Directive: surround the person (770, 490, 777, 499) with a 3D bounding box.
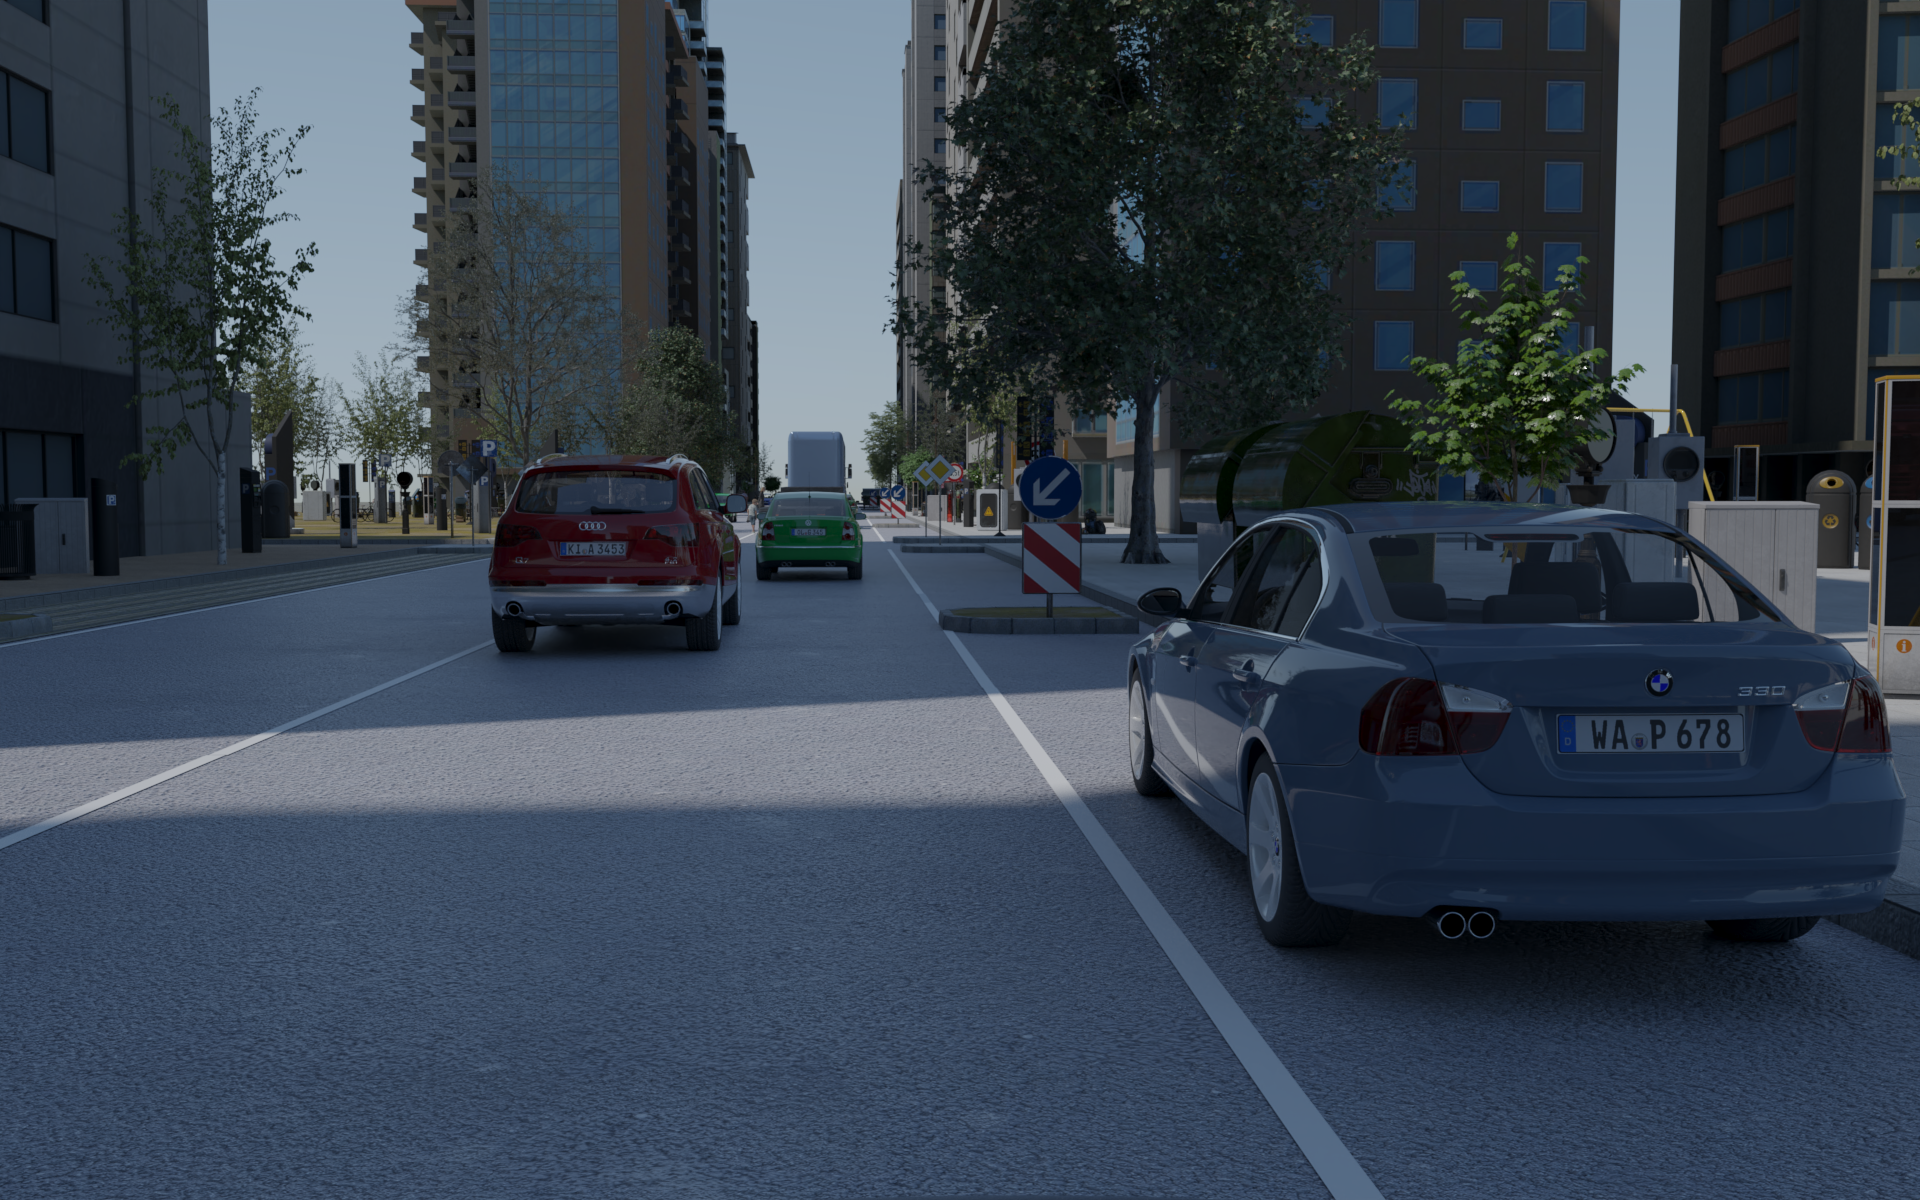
[{"bbox_3d":[-18.885,-10.357,177.801,1.348,1.831,0.705,-2,4,-26],"label":"person"}]

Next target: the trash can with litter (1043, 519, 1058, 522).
[{"bbox_3d":[3.230,-2.807,57.279,1.055,1.170,0.624,0,4,6],"label":"trash can with litter"}]

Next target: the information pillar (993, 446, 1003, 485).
[{"bbox_3d":[1.586,-4.922,71.835,0.504,3.616,0.183,3,5,42],"label":"information pillar"}]

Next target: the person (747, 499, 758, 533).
[{"bbox_3d":[-7.521,-3.038,62.859,0.352,1.250,0.332,-2,4,-35],"label":"person"}]

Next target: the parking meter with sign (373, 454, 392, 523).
[{"bbox_3d":[-25.532,-4.901,76.386,0.543,3.016,1.738,-2,4,-31],"label":"parking meter with sign"}]

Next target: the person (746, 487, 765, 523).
[{"bbox_3d":[-10.159,-4.775,86.793,0.699,1.804,1.509,3,4,37],"label":"person"}]

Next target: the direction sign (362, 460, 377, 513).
[{"bbox_3d":[-38.982,-7.486,114.396,0.876,3.537,0.379,-1,4,-15],"label":"direction sign"}]

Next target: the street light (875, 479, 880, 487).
[{"bbox_3d":[-13.935,-19.128,285.529,0.468,5.910,1.993,0,4,-4],"label":"street light"}]

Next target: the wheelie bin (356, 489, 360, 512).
[{"bbox_3d":[-41.107,-6.699,117.438,0.980,1.594,0.693,3,4,37],"label":"wheelie bin"}]

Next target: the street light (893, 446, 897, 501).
[{"bbox_3d":[-6.080,-11.610,162.614,0.468,5.910,1.993,0,4,-4],"label":"street light"}]

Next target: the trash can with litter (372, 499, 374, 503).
[{"bbox_3d":[-33.442,-5.395,99.593,0.624,1.170,1.055,-1,4,-15],"label":"trash can with litter"}]

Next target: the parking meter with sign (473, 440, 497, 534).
[{"bbox_3d":[-15.568,-3.684,56.492,0.543,3.016,1.738,-2,4,-29],"label":"parking meter with sign"}]

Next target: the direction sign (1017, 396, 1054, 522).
[{"bbox_3d":[1.744,-2.939,40.056,0.876,3.537,0.379,1,4,16],"label":"direction sign"}]

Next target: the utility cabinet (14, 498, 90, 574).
[{"bbox_3d":[-14.653,-1.027,27.961,1.020,1.237,0.306,-1,4,-17],"label":"utility cabinet"}]

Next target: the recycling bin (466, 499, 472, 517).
[{"bbox_3d":[-27.297,-5.101,95.954,0.722,1.027,0.722,-2,4,-25],"label":"recycling bin"}]

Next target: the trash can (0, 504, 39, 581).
[{"bbox_3d":[-14.163,-0.870,25.875,0.748,1.137,0.748,0,3,0],"label":"trash can"}]

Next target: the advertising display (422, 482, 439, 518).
[{"bbox_3d":[-28.188,-5.325,92.282,0.123,1.923,0.974,3,5,42],"label":"advertising display"}]

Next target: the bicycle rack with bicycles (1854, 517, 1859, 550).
[{"bbox_3d":[19.457,-1.652,40.386,2.852,0.926,2.925,-3,4,-36],"label":"bicycle rack with bicycles"}]

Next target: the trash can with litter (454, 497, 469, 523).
[{"bbox_3d":[-22.470,-4.080,78.097,0.624,1.170,1.055,-1,4,-14],"label":"trash can with litter"}]

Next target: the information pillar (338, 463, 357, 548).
[{"bbox_3d":[-14.548,-2.243,41.166,0.304,2.012,0.304,0,4,5],"label":"information pillar"}]

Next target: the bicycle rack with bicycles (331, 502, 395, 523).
[{"bbox_3d":[-27.397,-4.029,79.248,2.925,0.926,2.852,-2,4,-27],"label":"bicycle rack with bicycles"}]

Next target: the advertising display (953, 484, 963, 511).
[{"bbox_3d":[0.011,-6.681,114.447,0.974,1.923,0.123,-1,4,-13],"label":"advertising display"}]

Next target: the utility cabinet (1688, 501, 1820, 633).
[{"bbox_3d":[6.783,-0.224,14.826,1.020,1.237,0.306,0,4,-5],"label":"utility cabinet"}]

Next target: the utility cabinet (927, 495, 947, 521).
[{"bbox_3d":[-1.034,-4.369,82.596,1.020,1.237,0.306,1,4,13],"label":"utility cabinet"}]

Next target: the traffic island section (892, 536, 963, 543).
[{"bbox_3d":[-0.988,-1.787,51.493,2.009,0.180,2.903,0,4,-4],"label":"traffic island section"}]

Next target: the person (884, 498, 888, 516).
[{"bbox_3d":[-4.840,-6.152,113.371,0.425,1.301,0.394,1,4,14],"label":"person"}]

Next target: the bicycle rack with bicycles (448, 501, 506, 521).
[{"bbox_3d":[-23.551,-4.335,84.251,2.925,0.926,2.852,0,4,7],"label":"bicycle rack with bicycles"}]

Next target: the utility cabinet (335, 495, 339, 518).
[{"bbox_3d":[-33.679,-5.099,94.523,0.306,1.237,1.020,1,4,20],"label":"utility cabinet"}]

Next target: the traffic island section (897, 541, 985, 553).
[{"bbox_3d":[-0.479,-1.299,43.524,2.009,0.180,2.903,0,4,-4],"label":"traffic island section"}]

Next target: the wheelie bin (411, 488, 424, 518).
[{"bbox_3d":[-29.311,-5.251,93.755,0.693,1.594,0.980,-2,4,-28],"label":"wheelie bin"}]

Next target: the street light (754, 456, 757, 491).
[{"bbox_3d":[-24.812,-14.532,210.389,0.468,5.910,1.993,0,4,-4],"label":"street light"}]

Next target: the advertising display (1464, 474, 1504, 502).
[{"bbox_3d":[11.898,-2.079,39.199,0.974,1.923,0.123,2,4,29],"label":"advertising display"}]

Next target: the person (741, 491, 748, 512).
[{"bbox_3d":[-17.343,-7.946,139.362,0.756,1.711,0.436,2,4,25],"label":"person"}]

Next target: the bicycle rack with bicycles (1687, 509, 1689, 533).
[{"bbox_3d":[19.128,-1.826,43.236,2.925,0.926,2.852,-2,4,-32],"label":"bicycle rack with bicycles"}]

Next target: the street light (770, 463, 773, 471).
[{"bbox_3d":[-27.222,-16.916,249.355,0.468,5.910,1.993,0,4,-4],"label":"street light"}]

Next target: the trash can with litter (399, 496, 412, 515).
[{"bbox_3d":[-34.351,-5.874,107.425,0.624,1.170,1.055,1,4,11],"label":"trash can with litter"}]

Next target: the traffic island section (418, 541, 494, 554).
[{"bbox_3d":[-12.047,-1.255,42.792,2.009,0.180,2.903,0,4,-4],"label":"traffic island section"}]

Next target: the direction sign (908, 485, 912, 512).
[{"bbox_3d":[-3.567,-8.066,123.882,0.379,3.537,0.876,3,5,44],"label":"direction sign"}]

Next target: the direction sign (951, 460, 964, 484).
[{"bbox_3d":[-0.164,-7.610,116.424,0.876,3.537,0.379,1,4,20],"label":"direction sign"}]

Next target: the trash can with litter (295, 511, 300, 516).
[{"bbox_3d":[-38.665,-5.416,99.945,1.055,1.170,0.624,-1,4,-11],"label":"trash can with litter"}]

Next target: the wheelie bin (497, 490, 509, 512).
[{"bbox_3d":[-32.839,-7.123,124.366,0.980,1.594,0.693,-1,4,-11],"label":"wheelie bin"}]

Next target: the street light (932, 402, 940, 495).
[{"bbox_3d":[-1.213,-6.988,87.045,0.468,5.910,1.993,0,4,-4],"label":"street light"}]

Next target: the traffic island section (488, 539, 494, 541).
[{"bbox_3d":[-12.556,-1.742,50.761,2.009,0.180,2.903,0,4,-4],"label":"traffic island section"}]

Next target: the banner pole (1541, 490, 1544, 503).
[{"bbox_3d":[17.347,-3.808,52.277,0.863,3.779,0.401,0,4,7],"label":"banner pole"}]

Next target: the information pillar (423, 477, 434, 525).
[{"bbox_3d":[-22.345,-4.180,72.842,0.304,2.012,0.304,2,4,30],"label":"information pillar"}]

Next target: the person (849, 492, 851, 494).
[{"bbox_3d":[-14.611,-13.421,228.658,1.217,1.735,0.721,-3,5,-42],"label":"person"}]

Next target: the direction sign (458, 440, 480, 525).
[{"bbox_3d":[-20.463,-4.912,72.310,0.876,3.537,0.379,-1,4,-14],"label":"direction sign"}]

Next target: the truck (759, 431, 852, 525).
[{"bbox_3d":[-5.989,-4.815,68.485,2.967,4.110,18.799,0,4,-2],"label":"truck"}]

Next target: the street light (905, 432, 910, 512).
[{"bbox_3d":[-3.794,-9.378,126.120,0.468,5.910,1.993,0,4,-4],"label":"street light"}]

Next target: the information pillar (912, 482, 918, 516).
[{"bbox_3d":[-2.649,-6.001,102.601,0.304,2.012,0.304,-1,4,-13],"label":"information pillar"}]

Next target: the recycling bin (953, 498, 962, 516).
[{"bbox_3d":[-0.314,-5.471,102.012,0.722,1.027,0.722,-1,4,-9],"label":"recycling bin"}]

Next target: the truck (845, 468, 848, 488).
[{"bbox_3d":[-13.269,-11.800,181.849,2.839,4.237,11.283,0,4,-2],"label":"truck"}]

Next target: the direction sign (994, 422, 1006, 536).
[{"bbox_3d":[1.207,-3.699,52.475,0.379,3.537,0.876,1,4,14],"label":"direction sign"}]
